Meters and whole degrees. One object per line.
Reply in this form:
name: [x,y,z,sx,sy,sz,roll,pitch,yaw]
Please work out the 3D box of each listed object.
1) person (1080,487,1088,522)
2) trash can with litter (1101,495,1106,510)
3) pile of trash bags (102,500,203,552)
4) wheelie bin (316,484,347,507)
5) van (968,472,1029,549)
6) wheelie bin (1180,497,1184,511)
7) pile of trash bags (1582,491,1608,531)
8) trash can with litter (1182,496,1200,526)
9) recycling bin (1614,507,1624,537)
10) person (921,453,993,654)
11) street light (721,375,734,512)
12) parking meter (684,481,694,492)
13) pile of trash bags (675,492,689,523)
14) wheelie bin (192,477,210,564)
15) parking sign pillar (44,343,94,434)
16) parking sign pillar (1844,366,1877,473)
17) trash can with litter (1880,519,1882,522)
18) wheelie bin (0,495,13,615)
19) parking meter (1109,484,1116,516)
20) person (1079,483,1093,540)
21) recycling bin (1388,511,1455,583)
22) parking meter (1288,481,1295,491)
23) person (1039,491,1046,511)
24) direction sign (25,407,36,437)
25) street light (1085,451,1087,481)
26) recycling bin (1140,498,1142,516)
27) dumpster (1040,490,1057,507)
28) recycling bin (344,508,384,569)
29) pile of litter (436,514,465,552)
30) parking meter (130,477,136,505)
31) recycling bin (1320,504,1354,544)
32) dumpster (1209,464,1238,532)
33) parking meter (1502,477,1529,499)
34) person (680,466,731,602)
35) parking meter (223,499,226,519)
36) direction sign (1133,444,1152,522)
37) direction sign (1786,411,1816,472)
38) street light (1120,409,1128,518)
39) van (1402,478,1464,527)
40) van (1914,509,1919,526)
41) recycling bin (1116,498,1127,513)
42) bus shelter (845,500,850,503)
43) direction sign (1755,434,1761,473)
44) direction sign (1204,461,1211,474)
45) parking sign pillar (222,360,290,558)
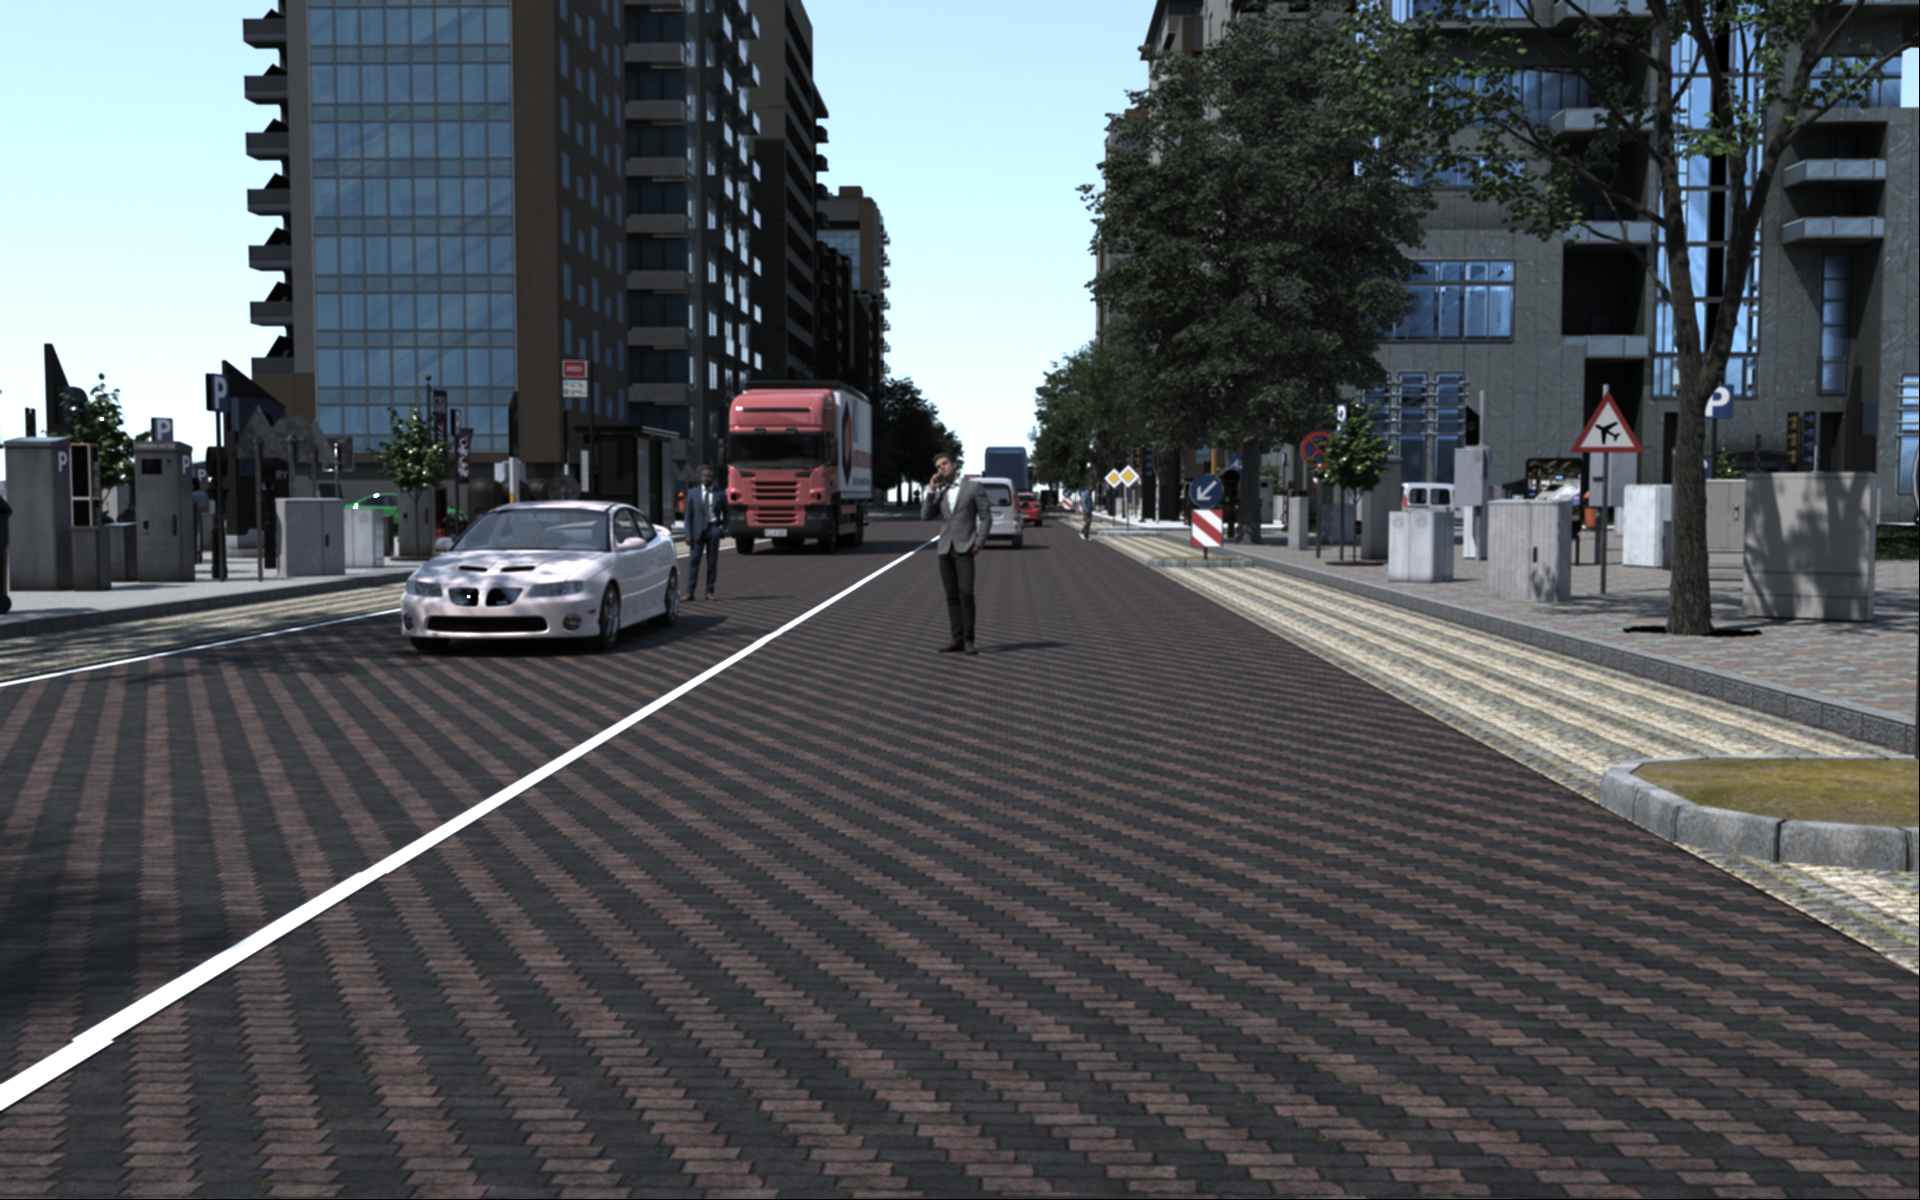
person: [6.354,-4.812,87.269,0.391,1.810,0.635,2,4,34]
trash can with litter: [11.054,-7.834,139.148,2.233,1.210,1.678,-1,4,-14]
pile of trash bags: [-17.878,-1.649,36.712,1.912,1.369,3.447,1,4,16]
wheelie bin: [-19.201,-2.740,52.705,0.980,1.594,0.693,-2,4,-33]
van: [0.844,-2.406,46.356,2.013,2.044,4.112,0,4,3]
wheelie bin: [16.460,-7.365,128.330,0.980,1.594,0.693,0,4,6]
pile of trash bags: [15.852,-1.807,39.289,3.447,1.369,1.912,0,4,1]
trash can with litter: [9.353,-3.487,68.402,0.624,1.170,1.055,-1,4,-13]
recycling bin: [19.943,-2.392,51.669,0.722,1.027,0.722,1,4,12]
person: [-0.028,-0.427,15.664,0.592,1.802,0.473,3,5,43]
street light: [-8.970,-5.800,67.612,0.468,5.910,1.993,0,4,2]
parking meter: [-12.172,-4.415,77.891,0.399,1.863,0.255,-2,4,-30]
pile of trash bags: [-13.454,-4.069,76.277,3.447,1.369,1.912,-2,4,-31]
wheelie bin: [-14.258,-1.459,31.765,0.980,1.594,0.693,-1,4,-18]
parking sign pillar: [-16.296,-2.644,31.700,1.447,3.967,1.447,-1,4,-13]
parking sign pillar: [19.200,-2.969,37.008,1.447,3.967,1.447,1,4,21]
trash can with litter: [37.699,-3.689,71.697,1.055,1.170,0.624,3,4,36]
wheelie bin: [-10.510,-0.643,18.426,0.693,1.594,0.980,-3,5,-40]
parking meter: [8.866,-5.812,100.731,0.255,1.863,0.399,3,5,44]
person: [3.953,-2.759,53.951,0.444,1.785,0.601,2,4,34]
recycling bin: [6.760,-0.785,25.383,0.722,1.027,0.722,3,5,41]
parking meter: [14.469,-4.276,75.630,0.255,1.863,0.399,1,4,19]
person: [7.105,-8.518,148.493,0.721,1.735,1.217,-2,4,-24]
direction sign: [-24.452,-3.282,45.656,0.379,3.537,0.876,-1,4,-14]
street light: [10.225,-10.301,141.212,0.468,5.910,1.993,0,4,2]
recycling bin: [11.064,-5.475,102.069,0.722,1.027,0.722,-2,4,-25]
dumpster: [9.278,-10.553,180.755,1.865,1.857,1.264,0,4,3]
recycling bin: [-10.477,-1.077,30.162,0.722,1.027,0.722,0,4,-6]
pile of litter: [-11.294,-1.508,38.615,1.719,0.858,1.176,0,4,-1]
parking meter: [-21.786,-2.436,45.546,0.255,1.863,0.399,-2,4,-28]
recycling bin: [9.831,-1.997,45.201,0.722,1.027,0.722,-1,4,-22]
dumpster: [8.831,-3.326,56.871,1.502,2.255,1.985,0,4,2]
parking meter: [8.116,-1.035,25.341,0.372,1.533,0.369,0,3,0]
person: [-3.436,-0.893,23.278,0.721,1.800,0.419,-1,4,-16]
parking meter: [-38.059,-5.130,89.590,0.255,1.863,0.399,3,4,38]
direction sign: [8.338,-5.327,79.094,0.876,3.537,0.379,1,4,10]
direction sign: [23.140,-3.409,47.729,0.379,3.537,0.876,-2,4,-24]
street light: [8.731,-7.315,92.389,0.468,5.910,1.993,0,4,2]
van: [17.826,-3.400,62.604,4.112,2.044,2.013,0,4,2]
van: [37.460,-3.568,62.718,5.245,2.365,2.240,0,4,1]
recycling bin: [11.081,-6.475,118.414,0.722,1.027,0.722,-1,4,-10]
bus shelter: [-8.514,-8.054,125.599,2.014,3.302,5.546,0,4,2]
direction sign: [30.423,-4.533,66.118,0.379,3.537,0.876,1,4,15]
direction sign: [16.948,-7.744,118.606,0.379,3.537,0.876,3,5,40]
parking sign pillar: [-14.283,-2.864,35.295,1.447,3.967,1.447,3,4,36]
